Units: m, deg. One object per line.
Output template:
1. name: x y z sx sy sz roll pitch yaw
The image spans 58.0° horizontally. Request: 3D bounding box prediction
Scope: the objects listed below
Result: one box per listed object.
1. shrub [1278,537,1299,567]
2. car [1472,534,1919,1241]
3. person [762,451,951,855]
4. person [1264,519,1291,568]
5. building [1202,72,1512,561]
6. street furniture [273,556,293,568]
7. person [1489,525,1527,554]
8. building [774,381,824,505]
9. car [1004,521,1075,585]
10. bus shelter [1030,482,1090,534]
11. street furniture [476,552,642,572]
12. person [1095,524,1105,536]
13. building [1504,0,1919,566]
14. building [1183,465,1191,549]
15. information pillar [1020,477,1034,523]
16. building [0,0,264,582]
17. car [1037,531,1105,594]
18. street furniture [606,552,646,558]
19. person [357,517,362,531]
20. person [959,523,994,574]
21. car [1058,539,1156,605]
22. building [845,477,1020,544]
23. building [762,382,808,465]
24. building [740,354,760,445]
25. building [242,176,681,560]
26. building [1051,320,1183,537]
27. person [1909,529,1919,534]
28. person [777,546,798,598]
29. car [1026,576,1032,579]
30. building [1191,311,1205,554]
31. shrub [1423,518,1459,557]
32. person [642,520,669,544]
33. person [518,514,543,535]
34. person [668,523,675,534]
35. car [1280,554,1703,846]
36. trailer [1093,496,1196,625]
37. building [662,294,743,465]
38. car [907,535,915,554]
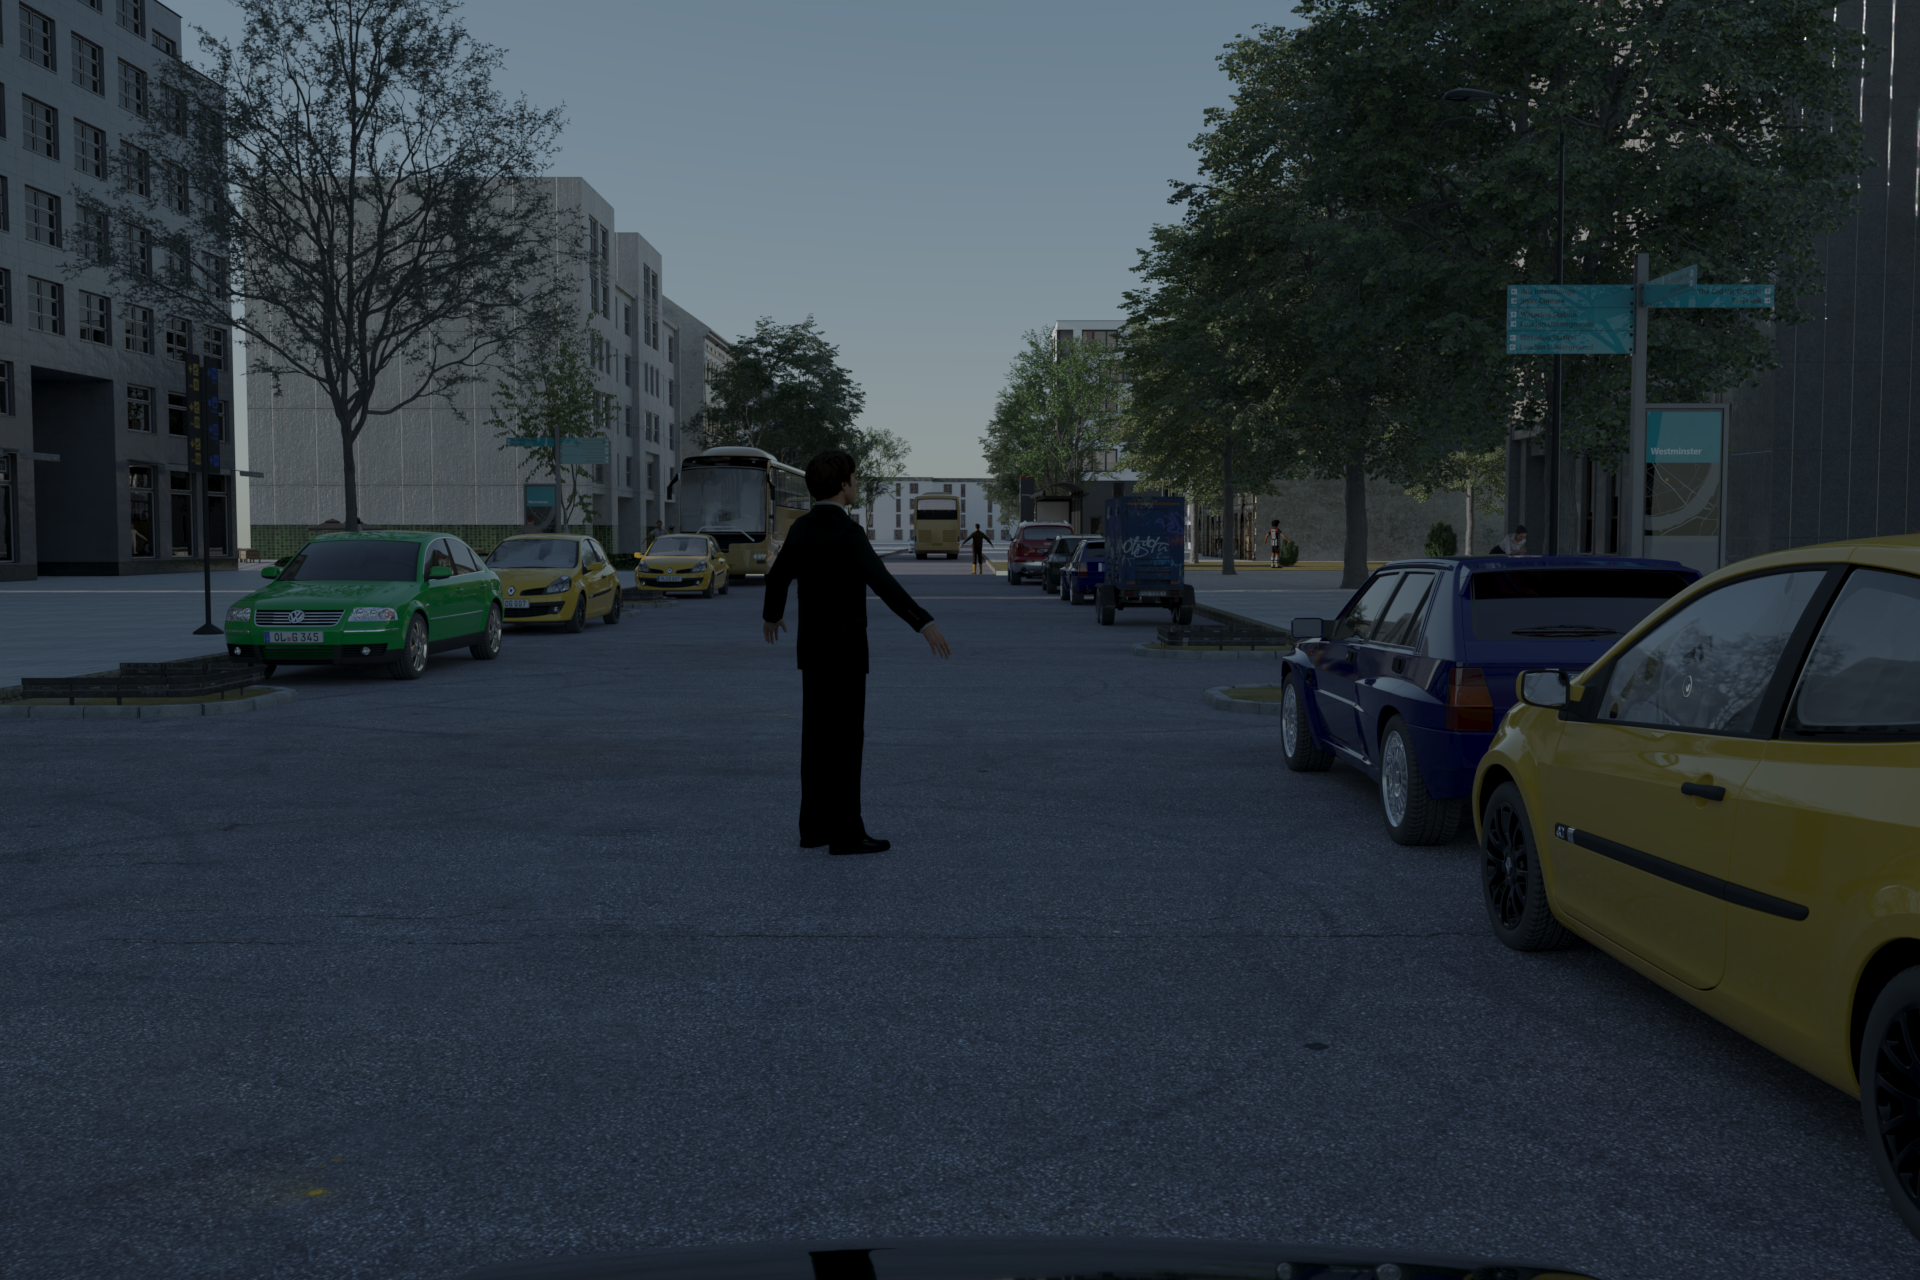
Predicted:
1. shrub: 12.806 -3.468 67.819 1.383 1.207 1.383 0 3 0
2. car: 2.739 0.331 4.817 2.015 1.641 3.980 0 4 -1
3. person: -0.550 0.048 7.856 0.705 1.806 1.347 -3 5 -40
4. person: 11.835 -3.587 64.784 0.704 1.843 1.345 -2 4 -35
5. building: 23.171 -15.846 90.004 19.493 23.208 18.063 0 4 0
6. street furniture: -22.865 -3.189 67.770 5.734 0.657 10.072 1 4 10
7. person: 9.197 -1.207 28.974 0.799 1.438 0.628 3 5 39
8. building: -27.251 -23.786 219.823 19.493 23.208 18.063 0 4 0
9. car: 2.429 -2.541 50.220 2.281 1.827 5.304 0 3 0
10. bus shelter: 3.949 -4.625 69.543 2.014 3.302 5.546 0 4 -1
11. street furniture: -12.474 -2.830 61.903 10.072 0.657 5.734 0 4 2
12. person: 7.636 -5.362 93.803 0.705 1.813 1.348 -3 5 -41
13. building: 25.241 -14.266 50.506 12.078 24.872 19.932 0 4 0
14. building: 23.915 -11.992 138.217 9.099 9.664 28.070 0 4 0
15. information pillar: 3.037 -5.455 78.569 0.750 3.857 0.750 0 4 0
16. building: -30.331 -14.128 49.406 11.959 24.771 22.079 0 3 0
17. car: 2.935 -2.022 42.848 2.009 1.686 4.222 0 4 0
18. street furniture: -15.487 -3.500 72.848 5.734 0.657 10.072 1 4 10
19. person: -18.807 -2.929 53.970 0.704 1.819 1.344 -2 4 -25
20. person: 0.612 -3.272 62.097 1.346 1.812 0.704 -1 4 -21
21. car: 3.060 -1.448 36.255 1.945 1.354 3.894 0 4 -1
22. building: -4.552 -18.954 254.507 28.070 9.664 9.099 0 4 -8
23. building: -27.815 -22.676 201.688 19.493 23.208 18.063 0 4 0
24. building: -26.839 -19.671 178.033 16.016 20.090 11.380 0 4 0
25. building: -27.183 -14.390 101.737 16.747 18.905 31.486 0 4 0
26. building: 23.300 -20.667 181.885 27.936 21.610 32.646 0 4 0
27. person: 13.489 -1.105 23.972 0.599 1.838 0.709 0 4 -2
28. person: -3.462 -1.876 38.906 1.354 1.856 0.705 0 4 4
29. car: 2.940 -2.849 56.810 2.015 1.641 3.980 0 4 0
30. building: 25.091 -17.006 108.972 19.493 23.208 18.063 0 4 0
31. shrub: 21.987 -4.571 79.153 1.690 2.028 1.600 0 3 0
32. person: -9.867 -3.073 57.012 1.217 1.739 0.721 -1 4 -14
33. person: -10.354 -2.151 41.749 0.617 1.759 0.750 -1 4 -12
34. person: -15.048 -5.186 90.557 0.705 1.858 1.354 0 4 2
35. car: 2.848 0.200 9.307 1.945 1.354 3.894 0 4 0
36. trailer: 2.905 -1.295 28.217 1.471 1.999 3.904 0 4 -1
37. building: -27.952 -18.708 136.800 19.493 23.208 18.063 0 4 1
38. car: -2.931 -7.163 129.111 2.014 1.417 4.499 0 4 0
